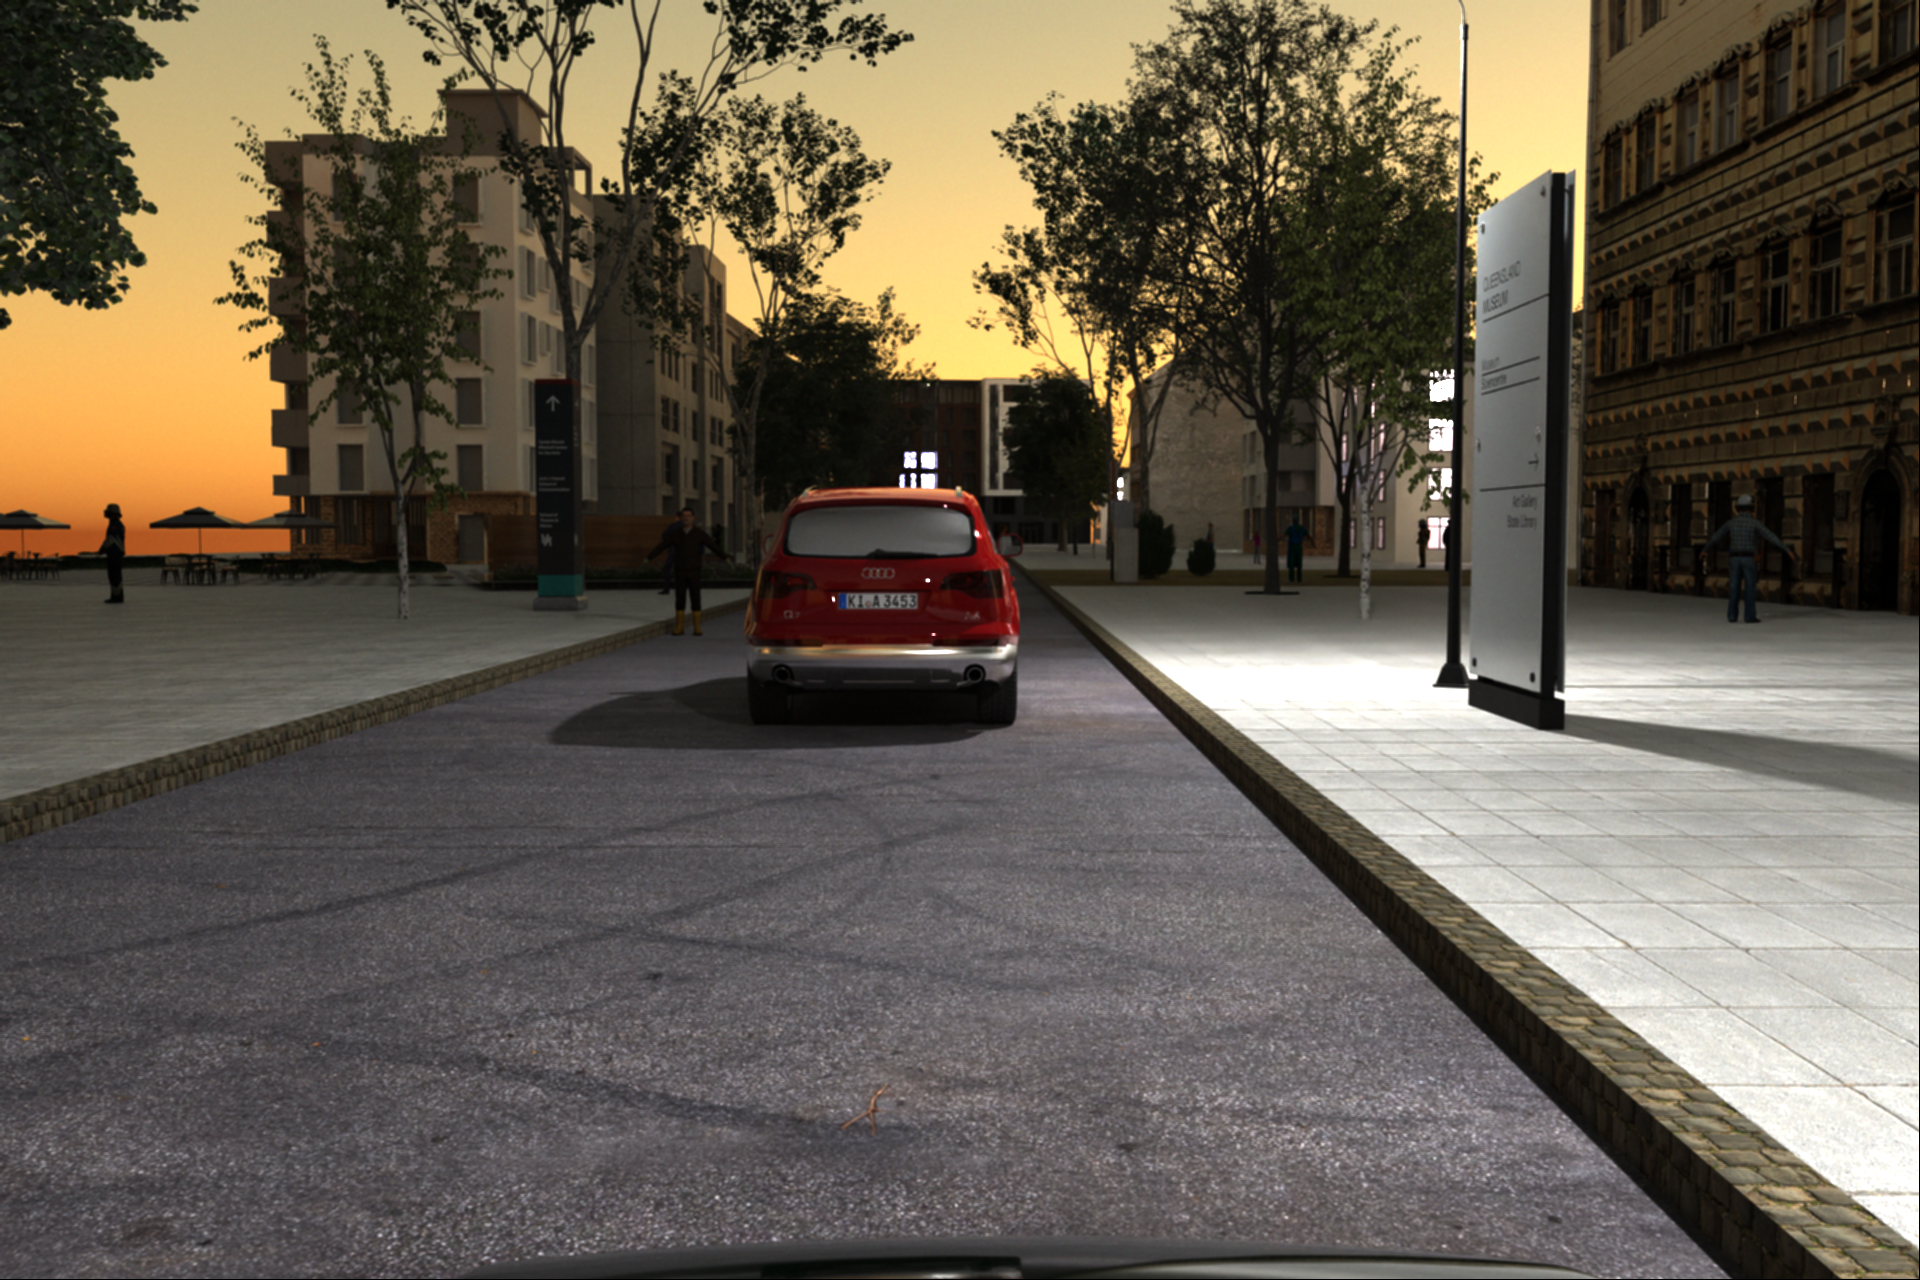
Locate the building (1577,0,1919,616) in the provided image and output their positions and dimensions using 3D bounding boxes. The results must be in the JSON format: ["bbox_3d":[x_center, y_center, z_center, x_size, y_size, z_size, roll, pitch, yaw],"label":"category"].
[{"bbox_3d":[24.265,-12.337,32.644,19.493,23.208,18.063,0,4,1],"label":"building"}]

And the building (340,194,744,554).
[{"bbox_3d":[-23.959,-14.670,106.319,16.747,18.905,31.486,0,4,1],"label":"building"}]

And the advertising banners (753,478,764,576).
[{"bbox_3d":[-6.221,-3.513,53.627,0.090,3.025,2.074,0,4,2],"label":"advertising banners"}]

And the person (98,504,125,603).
[{"bbox_3d":[-15.781,-1.615,32.266,0.704,1.845,1.351,-1,4,-15],"label":"person"}]

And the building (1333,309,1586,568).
[{"bbox_3d":[24.173,-8.329,78.330,9.099,9.664,28.070,0,4,1],"label":"building"}]

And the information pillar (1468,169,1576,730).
[{"bbox_3d":[3.884,-1.268,12.052,0.184,3.620,1.656,0,4,1],"label":"information pillar"}]

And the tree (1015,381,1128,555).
[{"bbox_3d":[6.812,-10.518,106.374,7.601,10.594,8.767,-2,4,-26],"label":"tree"}]

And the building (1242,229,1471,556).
[{"bbox_3d":[23.930,-15.758,114.059,16.016,20.090,11.380,0,4,1],"label":"building"}]

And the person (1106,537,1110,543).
[{"bbox_3d":[6.545,-3.996,71.515,1.347,1.806,0.705,-3,5,-43],"label":"person"}]

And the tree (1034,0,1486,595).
[{"bbox_3d":[6.603,-7.728,36.726,12.009,13.543,11.850,0,3,0],"label":"tree"}]

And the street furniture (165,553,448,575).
[{"bbox_3d":[-21.978,-2.562,57.507,10.072,0.657,5.734,3,4,39],"label":"street furniture"}]

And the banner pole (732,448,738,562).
[{"bbox_3d":[-6.592,-3.724,50.899,0.401,3.779,0.863,0,4,1],"label":"banner pole"}]

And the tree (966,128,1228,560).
[{"bbox_3d":[6.473,-13.906,83.252,12.611,20.169,13.585,0,3,0],"label":"tree"}]

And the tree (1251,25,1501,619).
[{"bbox_3d":[6.205,-4.603,25.615,4.737,8.622,4.395,0,3,0],"label":"tree"}]

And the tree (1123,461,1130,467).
[{"bbox_3d":[24.908,-19.055,237.309,9.928,11.665,9.643,0,3,0],"label":"tree"}]

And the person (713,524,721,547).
[{"bbox_3d":[-11.188,-4.446,79.408,0.721,1.740,1.216,0,4,-2],"label":"person"}]

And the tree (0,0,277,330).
[{"bbox_3d":[-8.779,-6.414,11.519,9.857,13.997,8.962,0,3,0],"label":"tree"}]

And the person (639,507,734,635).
[{"bbox_3d":[-3.859,-0.974,24.524,1.346,1.812,0.704,0,4,0],"label":"person"}]

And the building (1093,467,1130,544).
[{"bbox_3d":[22.139,-16.866,217.912,9.099,9.664,28.070,0,4,0],"label":"building"}]

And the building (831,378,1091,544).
[{"bbox_3d":[-0.711,-23.972,238.379,32.646,21.610,27.936,0,4,-7],"label":"building"}]

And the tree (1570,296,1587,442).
[{"bbox_3d":[24.254,-8.987,57.314,12.009,13.543,11.850,0,3,0],"label":"tree"}]

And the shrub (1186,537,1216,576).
[{"bbox_3d":[7.400,-2.570,53.144,1.383,1.207,1.383,0,3,0],"label":"shrub"}]

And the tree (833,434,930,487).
[{"bbox_3d":[-7.044,-13.080,148.277,8.767,10.594,7.601,-1,4,-20],"label":"tree"}]

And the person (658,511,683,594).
[{"bbox_3d":[-6.104,-1.861,36.920,0.683,1.767,0.568,-2,4,-35],"label":"person"}]

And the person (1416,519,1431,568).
[{"bbox_3d":[17.733,-3.715,66.505,0.705,1.858,1.354,0,4,8],"label":"person"}]

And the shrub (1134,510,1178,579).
[{"bbox_3d":[5.386,-2.752,49.416,1.690,2.028,1.600,0,3,0],"label":"shrub"}]

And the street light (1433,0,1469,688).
[{"bbox_3d":[4.692,-2.559,14.381,1.470,5.913,1.316,0,4,1],"label":"street light"}]

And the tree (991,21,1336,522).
[{"bbox_3d":[7.781,-12.756,64.447,12.611,20.169,13.585,0,3,0],"label":"tree"}]

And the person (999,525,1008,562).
[{"bbox_3d":[1.482,-2.774,54.618,0.721,1.733,1.217,0,4,-5],"label":"person"}]

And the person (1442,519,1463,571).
[{"bbox_3d":[16.975,-3.302,59.920,0.705,1.837,1.347,-1,4,-10],"label":"person"}]

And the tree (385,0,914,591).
[{"bbox_3d":[-7.217,-11.127,37.824,12.611,20.169,13.585,0,3,0],"label":"tree"}]

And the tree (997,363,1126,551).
[{"bbox_3d":[7.629,-13.535,127.960,9.857,13.997,8.962,0,3,0],"label":"tree"}]

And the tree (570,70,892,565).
[{"bbox_3d":[-9.540,-13.195,71.623,12.611,20.169,13.585,0,3,0],"label":"tree"}]

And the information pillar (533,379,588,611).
[{"bbox_3d":[-6.767,-2.439,29.255,0.750,3.857,0.750,0,4,0],"label":"information pillar"}]

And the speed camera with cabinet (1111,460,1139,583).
[{"bbox_3d":[4.375,-3.154,45.901,0.660,3.252,2.038,0,4,1],"label":"speed camera with cabinet"}]

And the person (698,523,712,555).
[{"bbox_3d":[-11.571,-4.315,77.011,1.216,1.772,0.721,-1,4,-10],"label":"person"}]

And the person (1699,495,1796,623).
[{"bbox_3d":[11.379,-1.179,25.119,1.345,1.849,0.704,3,5,44],"label":"person"}]

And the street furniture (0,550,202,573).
[{"bbox_3d":[-31.957,-2.878,62.676,5.734,0.657,10.072,1,4,13],"label":"street furniture"}]

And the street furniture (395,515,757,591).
[{"bbox_3d":[-7.922,-2.158,42.143,11.010,1.723,9.812,-1,4,-18],"label":"street furniture"}]

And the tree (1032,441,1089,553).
[{"bbox_3d":[7.359,-10.152,116.342,4.360,8.622,3.978,0,3,0],"label":"tree"}]

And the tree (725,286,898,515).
[{"bbox_3d":[-8.072,-11.228,90.228,9.857,13.997,8.962,0,3,0],"label":"tree"}]

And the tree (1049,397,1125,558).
[{"bbox_3d":[7.163,-8.758,93.559,4.737,8.622,4.395,0,3,0],"label":"tree"}]

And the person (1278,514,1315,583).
[{"bbox_3d":[8.806,-2.413,45.580,1.347,1.817,0.704,-1,4,-21],"label":"person"}]

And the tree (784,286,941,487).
[{"bbox_3d":[-7.570,-16.984,133.579,12.611,20.169,13.585,0,3,0],"label":"tree"}]

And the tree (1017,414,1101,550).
[{"bbox_3d":[8.392,-13.253,142.435,9.928,11.665,9.643,0,3,0],"label":"tree"}]

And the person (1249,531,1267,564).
[{"bbox_3d":[12.824,-3.989,74.486,0.599,1.433,0.991,-3,5,-44],"label":"person"}]

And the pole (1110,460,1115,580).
[{"bbox_3d":[4.242,-3.303,47.855,0.158,3.312,0.155,0,3,0],"label":"pole"}]

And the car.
[{"bbox_3d":[-0.585,-0.363,14.606,2.281,1.827,5.304,0,4,0],"label":"car"}]

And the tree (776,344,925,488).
[{"bbox_3d":[-7.328,-12.191,109.696,12.009,13.543,11.850,0,3,0],"label":"tree"}]

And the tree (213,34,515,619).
[{"bbox_3d":[-8.503,-4.608,25.711,4.737,8.622,4.395,0,3,0],"label":"tree"}]

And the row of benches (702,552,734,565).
[{"bbox_3d":[-9.633,-2.677,59.227,4.104,0.672,1.422,-1,4,-19],"label":"row of benches"}]

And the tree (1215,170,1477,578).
[{"bbox_3d":[11.303,-7.639,50.658,9.928,11.665,9.643,0,3,0],"label":"tree"}]

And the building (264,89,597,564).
[{"bbox_3d":[-23.543,-13.381,75.193,16.016,20.090,11.380,0,4,0],"label":"building"}]

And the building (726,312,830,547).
[{"bbox_3d":[-23.262,-21.046,175.024,19.493,23.208,18.063,0,4,1],"label":"building"}]

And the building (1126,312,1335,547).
[{"bbox_3d":[27.721,-21.303,179.237,19.493,23.208,18.063,0,4,0],"label":"building"}]

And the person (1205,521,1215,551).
[{"bbox_3d":[10.993,-4.299,76.144,0.705,1.847,1.347,0,4,-6],"label":"person"}]
